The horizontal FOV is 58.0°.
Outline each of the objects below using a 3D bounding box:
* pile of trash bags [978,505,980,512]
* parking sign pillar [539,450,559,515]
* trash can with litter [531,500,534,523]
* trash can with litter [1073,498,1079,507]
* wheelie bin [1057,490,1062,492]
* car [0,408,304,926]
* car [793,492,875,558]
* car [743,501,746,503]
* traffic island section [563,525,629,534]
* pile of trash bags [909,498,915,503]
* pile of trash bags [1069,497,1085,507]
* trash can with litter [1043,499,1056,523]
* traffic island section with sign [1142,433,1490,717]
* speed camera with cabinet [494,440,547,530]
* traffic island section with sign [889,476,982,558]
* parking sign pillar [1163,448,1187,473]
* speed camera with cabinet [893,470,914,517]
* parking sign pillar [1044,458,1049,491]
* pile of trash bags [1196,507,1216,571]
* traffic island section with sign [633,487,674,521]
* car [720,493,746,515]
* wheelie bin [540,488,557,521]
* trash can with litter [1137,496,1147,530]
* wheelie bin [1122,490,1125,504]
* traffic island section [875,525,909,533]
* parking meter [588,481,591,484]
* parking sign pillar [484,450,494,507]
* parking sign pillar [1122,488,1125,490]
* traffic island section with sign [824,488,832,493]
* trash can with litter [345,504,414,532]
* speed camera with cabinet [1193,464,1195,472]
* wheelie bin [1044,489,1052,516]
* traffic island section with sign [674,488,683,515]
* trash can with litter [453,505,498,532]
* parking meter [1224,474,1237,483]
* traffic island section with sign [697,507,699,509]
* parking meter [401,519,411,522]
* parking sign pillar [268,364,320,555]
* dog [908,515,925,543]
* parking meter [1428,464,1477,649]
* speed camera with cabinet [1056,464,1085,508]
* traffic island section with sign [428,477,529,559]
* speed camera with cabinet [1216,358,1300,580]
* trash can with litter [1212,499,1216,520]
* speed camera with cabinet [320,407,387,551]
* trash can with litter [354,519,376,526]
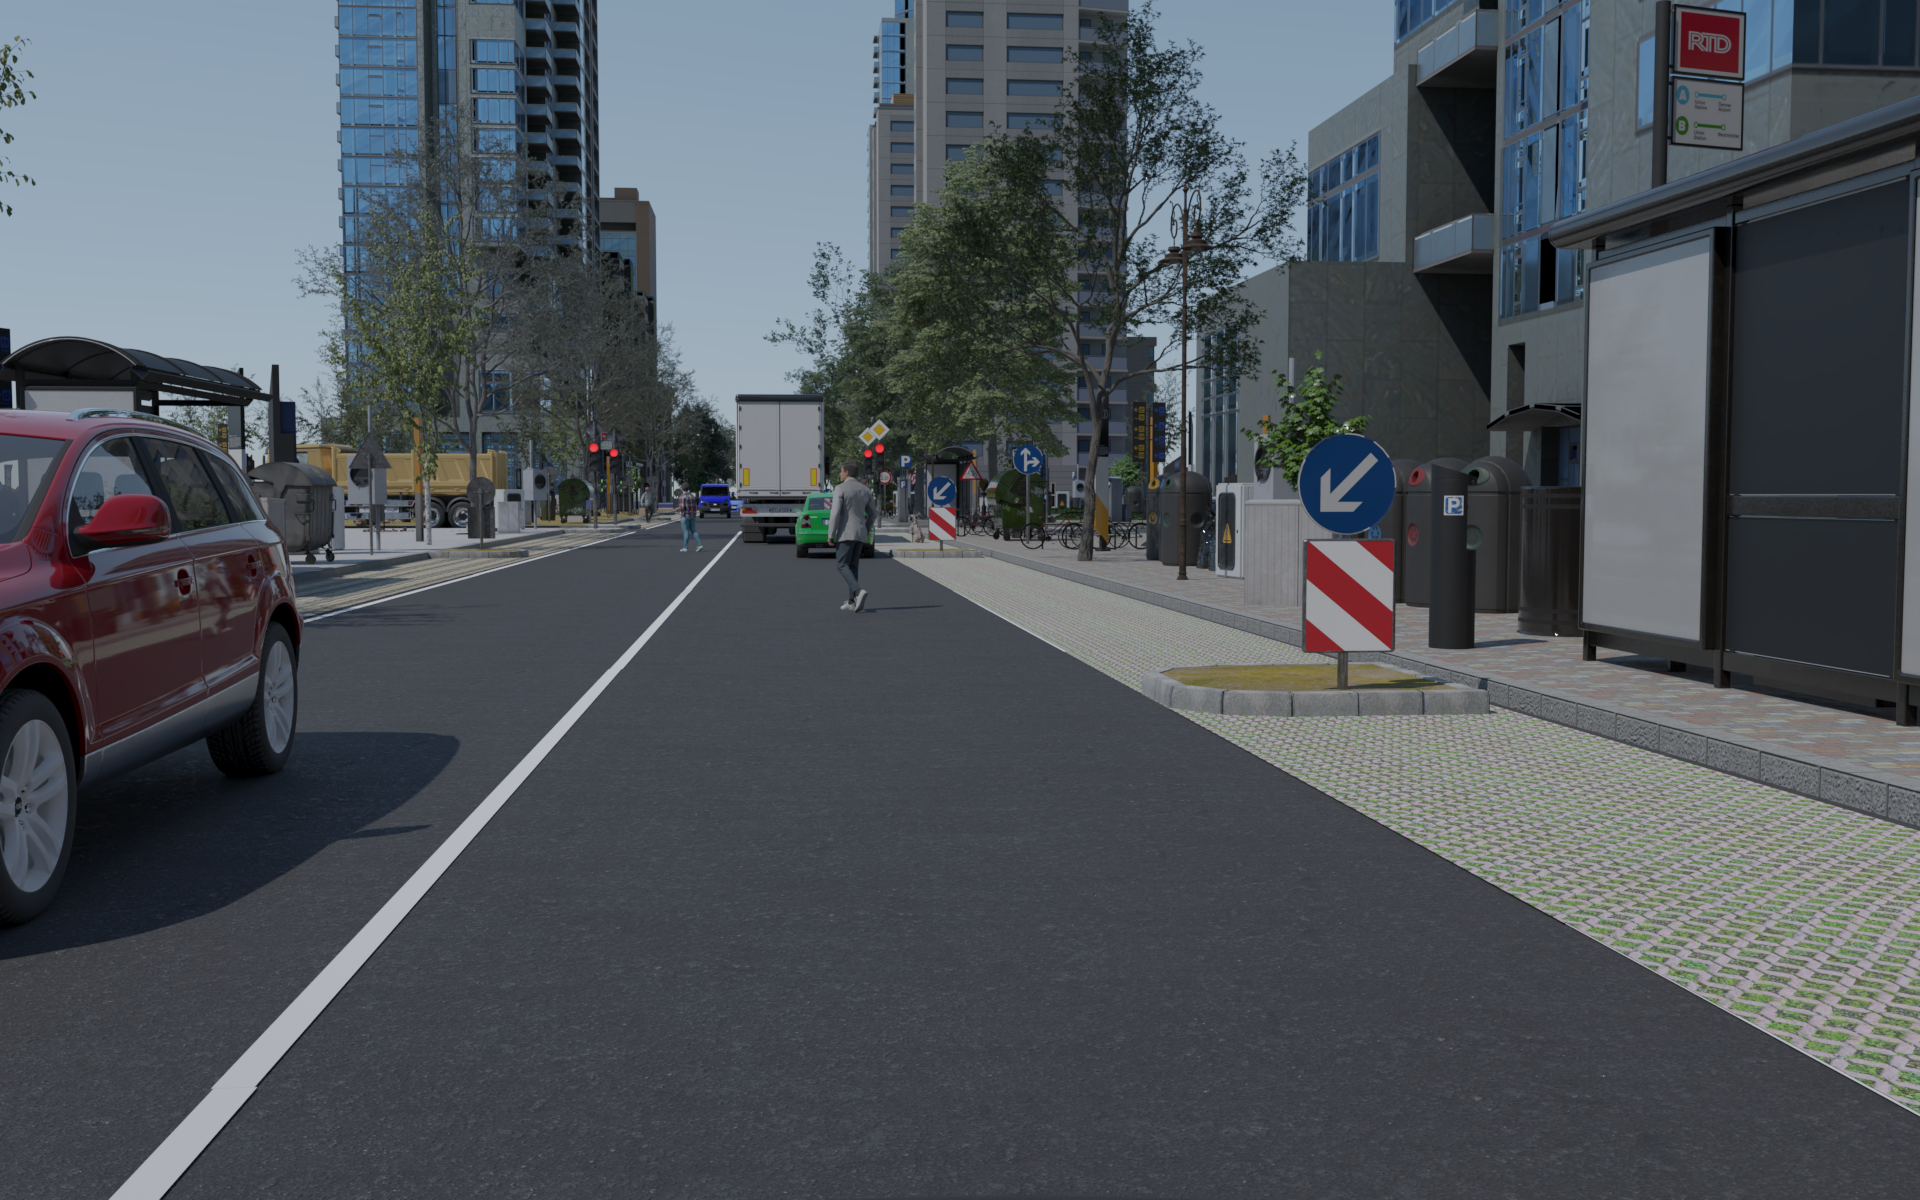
[{"bbox_3d":[2.841,-7.238,128.096,1.912,1.369,3.447,2,4,31],"label":"pile of trash bags"},{"bbox_3d":[-25.274,-7.188,106.001,1.447,3.967,1.447,1,4,8],"label":"parking sign pillar"},{"bbox_3d":[-19.214,-4.006,76.878,0.624,1.170,1.055,-3,4,-37],"label":"trash can with litter"},{"bbox_3d":[7.470,-6.491,117.183,2.233,1.210,1.678,-1,4,-10],"label":"trash can with litter"},{"bbox_3d":[7.579,-7.571,131.693,0.693,1.594,0.980,-1,4,-16],"label":"wheelie bin"},{"bbox_3d":[-4.305,0.084,7.301,2.281,1.827,5.304,0,4,-7],"label":"car"},{"bbox_3d":[-2.917,-1.930,40.356,1.959,1.807,4.718,0,4,-5],"label":"car"},{"bbox_3d":[-22.398,-10.465,183.681,1.945,1.354,3.894,0,4,-4],"label":"car"},{"bbox_3d":[-13.490,-2.553,64.026,2.009,0.180,2.903,0,4,-6],"label":"traffic island section"},{"bbox_3d":[-4.575,-7.848,138.062,3.447,1.369,1.912,0,4,-3],"label":"pile of trash bags"},{"bbox_3d":[8.681,-6.818,121.228,1.912,1.369,3.447,-1,4,-19],"label":"pile of trash bags"},{"bbox_3d":[3.719,-3.968,76.264,0.624,1.170,1.055,3,5,43],"label":"trash can with litter"},{"bbox_3d":[2.333,-0.208,12.025,1.989,1.847,2.006,0,4,-6],"label":"traffic island section with sign"},{"bbox_3d":[-15.908,-4.182,62.719,0.660,3.252,2.038,2,4,34],"label":"speed camera with cabinet"},{"bbox_3d":[-0.592,-1.880,39.369,1.989,1.847,2.006,0,4,-6],"label":"traffic island section with sign"},{"bbox_3d":[12.759,-6.831,100.163,1.447,3.967,1.447,1,4,20],"label":"parking sign pillar"},{"bbox_3d":[-3.284,-6.324,97.740,0.660,3.252,2.038,-1,4,-14],"label":"speed camera with cabinet"},{"bbox_3d":[6.263,-8.658,130.026,1.447,3.967,1.447,-1,4,-18],"label":"parking sign pillar"},{"bbox_3d":[5.737,-1.199,29.361,3.447,1.369,1.912,1,4,9],"label":"pile of trash bags"},{"bbox_3d":[-16.707,-5.219,93.965,1.989,1.847,2.006,0,4,-6],"label":"traffic island section with sign"},{"bbox_3d":[-16.048,-6.864,121.820,1.945,1.707,3.694,0,4,-8],"label":"car"},{"bbox_3d":[-19.852,-4.624,83.508,0.693,1.594,0.980,-3,5,-43],"label":"wheelie bin"},{"bbox_3d":[7.337,-3.202,63.404,2.233,1.210,1.678,0,4,0],"label":"trash can with litter"},{"bbox_3d":[12.140,-7.443,129.601,0.980,1.594,0.693,0,4,-1],"label":"wheelie bin"},{"bbox_3d":[-3.007,-2.621,65.137,2.009,0.180,2.903,0,4,-6],"label":"traffic island section"},{"bbox_3d":[-17.019,-4.470,78.803,0.399,1.863,0.255,1,4,13],"label":"parking meter"},{"bbox_3d":[-29.125,-7.292,107.701,1.447,3.967,1.447,0,4,7],"label":"parking sign pillar"},{"bbox_3d":[13.567,-9.129,137.728,1.447,3.967,1.447,-1,4,-9],"label":"parking sign pillar"},{"bbox_3d":[-9.469,-6.958,122.387,1.989,1.847,2.006,0,4,-6],"label":"traffic island section with sign"},{"bbox_3d":[-19.406,-2.926,58.899,1.678,1.210,2.233,3,4,37],"label":"trash can with litter"},{"bbox_3d":[16.052,-7.362,114.701,0.660,3.252,2.038,-2,4,-30],"label":"speed camera with cabinet"},{"bbox_3d":[5.092,-5.774,102.316,0.693,1.594,0.980,-1,4,-16],"label":"wheelie bin"},{"bbox_3d":[-19.589,-6.875,121.026,1.989,1.847,2.006,0,4,-6],"label":"traffic island section with sign"},{"bbox_3d":[-16.315,-2.955,59.378,1.678,1.210,2.233,-3,5,-43],"label":"trash can with litter"},{"bbox_3d":[7.914,-2.759,50.826,0.399,1.863,0.255,0,4,5],"label":"parking meter"},{"bbox_3d":[-24.982,-9.959,171.461,1.989,1.847,2.006,0,4,-6],"label":"traffic island section with sign"},{"bbox_3d":[-25.121,-4.451,78.483,0.399,1.863,0.255,-3,5,-44],"label":"parking meter"},{"bbox_3d":[-14.368,-2.950,36.697,1.447,3.967,1.447,-2,4,-26],"label":"parking sign pillar"},{"bbox_3d":[-1.286,-2.056,50.444,0.513,0.831,0.800,0,4,3],"label":"dog"},{"bbox_3d":[4.107,-0.368,14.431,0.372,1.533,0.369,0,3,0],"label":"parking meter"},{"bbox_3d":[7.157,-7.307,113.809,2.038,3.252,0.660,-1,4,-15],"label":"speed camera with cabinet"},{"bbox_3d":[-10.839,-1.867,39.158,1.989,1.847,2.006,0,4,-6],"label":"traffic island section with sign"},{"bbox_3d":[4.478,-1.929,25.871,0.660,3.252,2.038,-1,4,-15],"label":"speed camera with cabinet"},{"bbox_3d":[5.357,-1.495,35.831,0.624,1.170,1.055,1,4,11],"label":"trash can with litter"},{"bbox_3d":[-14.055,-2.744,39.206,2.038,3.252,0.660,1,4,11],"label":"speed camera with cabinet"},{"bbox_3d":[-24.069,-3.606,70.352,0.624,1.170,1.055,1,4,21],"label":"trash can with litter"}]
